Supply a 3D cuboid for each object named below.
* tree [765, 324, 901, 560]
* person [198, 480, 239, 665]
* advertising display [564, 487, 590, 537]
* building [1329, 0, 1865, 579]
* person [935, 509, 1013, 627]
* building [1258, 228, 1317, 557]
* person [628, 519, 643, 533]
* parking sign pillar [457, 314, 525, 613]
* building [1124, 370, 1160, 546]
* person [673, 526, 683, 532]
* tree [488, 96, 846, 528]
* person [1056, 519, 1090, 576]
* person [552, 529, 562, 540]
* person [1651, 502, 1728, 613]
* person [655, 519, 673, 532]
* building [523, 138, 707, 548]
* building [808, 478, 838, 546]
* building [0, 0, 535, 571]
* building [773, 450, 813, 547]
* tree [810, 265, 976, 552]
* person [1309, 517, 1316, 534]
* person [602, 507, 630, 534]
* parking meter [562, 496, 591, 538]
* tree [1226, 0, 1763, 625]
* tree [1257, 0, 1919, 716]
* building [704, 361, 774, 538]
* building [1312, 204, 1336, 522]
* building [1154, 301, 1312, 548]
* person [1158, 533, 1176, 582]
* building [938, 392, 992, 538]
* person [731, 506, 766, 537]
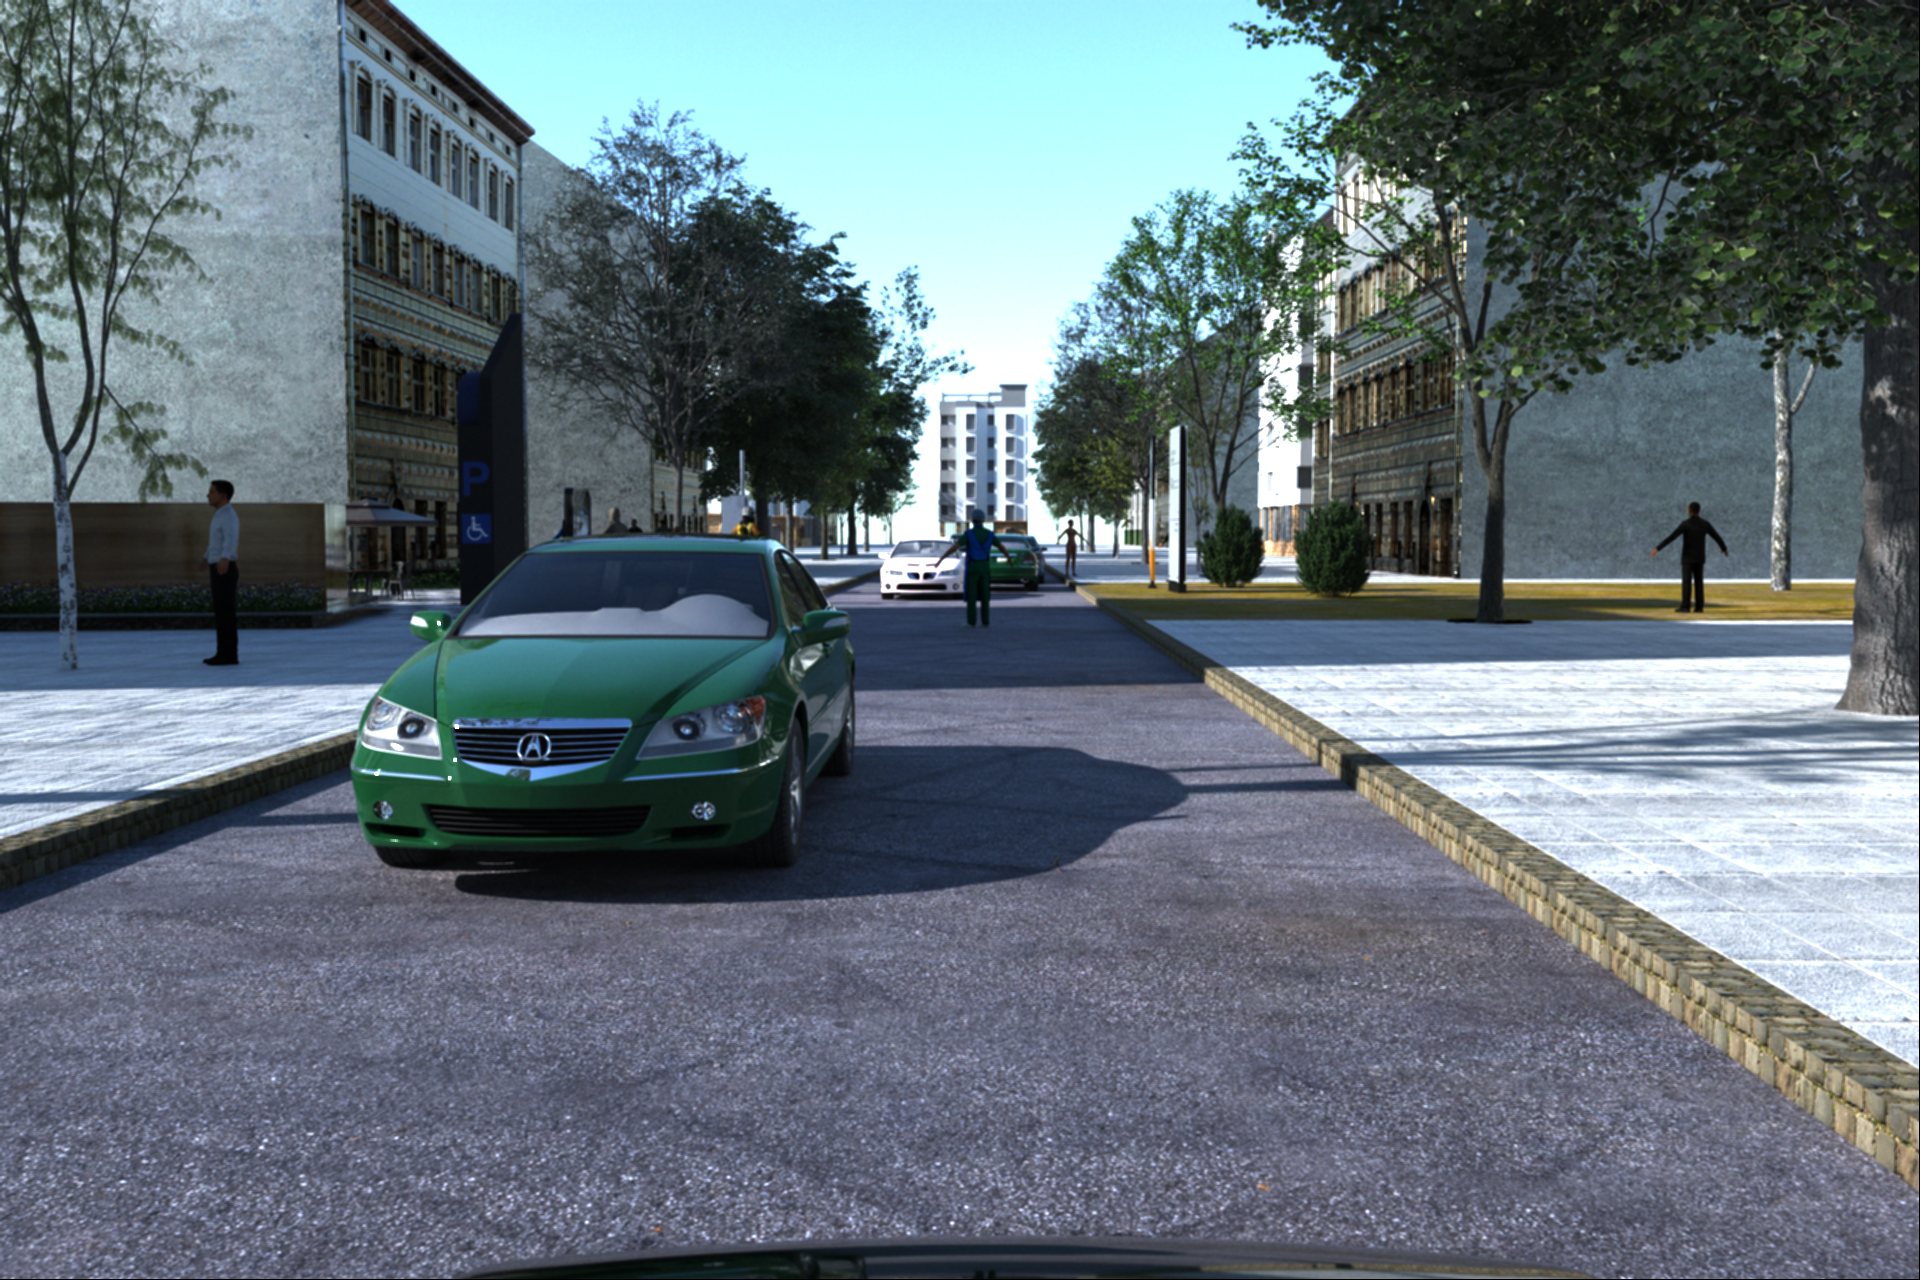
[{"bbox_3d":[-6.552,-9.732,84.876,9.928,11.665,9.643,0,3,0],"label":"tree"},{"bbox_3d":[-7.284,-0.666,17.052,0.704,1.810,1.344,-2,4,-31],"label":"person"},{"bbox_3d":[-5.376,-1.172,24.375,0.123,1.923,0.974,0,4,2],"label":"advertising display"},{"bbox_3d":[23.536,-13.865,57.621,19.493,23.208,18.063,0,4,1],"label":"building"},{"bbox_3d":[0.257,-1.107,26.689,1.347,1.817,0.704,-2,4,-27],"label":"person"},{"bbox_3d":[23.783,-15.337,107.178,16.016,20.090,11.380,0,4,1],"label":"building"},{"bbox_3d":[-11.601,-3.394,61.628,1.346,1.812,0.704,1,4,17],"label":"person"},{"bbox_3d":[-5.573,-1.967,20.630,1.447,3.967,1.447,0,4,2],"label":"parking sign pillar"},{"bbox_3d":[28.004,-20.047,194.222,16.747,18.905,31.486,0,4,1],"label":"building"},{"bbox_3d":[-5.256,-1.437,32.759,0.599,1.433,0.991,-3,5,-40],"label":"person"},{"bbox_3d":[-8.047,-8.474,48.926,12.009,13.543,11.850,0,3,0],"label":"tree"},{"bbox_3d":[3.434,-2.818,52.870,1.217,1.733,0.721,-2,4,-31],"label":"person"},{"bbox_3d":[-10.591,-2.517,47.117,1.349,1.833,0.705,-3,5,-40],"label":"person"},{"bbox_3d":[11.991,-1.354,28.366,1.346,1.802,0.704,-1,4,-8],"label":"person"},{"bbox_3d":[-10.344,-3.317,60.509,1.348,1.796,0.705,-1,4,-8],"label":"person"},{"bbox_3d":[-24.655,-16.177,95.417,19.493,23.208,18.063,0,4,0],"label":"building"},{"bbox_3d":[-24.183,-22.417,197.443,19.493,23.208,18.063,0,4,2],"label":"building"},{"bbox_3d":[-25.805,-13.781,56.255,19.493,23.208,18.063,0,4,1],"label":"building"},{"bbox_3d":[-20.939,-19.318,172.275,16.016,20.090,11.380,0,4,1],"label":"building"},{"bbox_3d":[-5.727,-16.283,122.116,12.611,20.169,13.585,0,3,0],"label":"tree"},{"bbox_3d":[11.064,-2.936,53.866,0.705,1.847,1.347,3,5,41],"label":"person"},{"bbox_3d":[-6.932,-1.748,34.702,0.705,1.813,1.348,2,4,31],"label":"person"},{"bbox_3d":[-5.864,-1.274,26.534,0.399,1.863,0.255,0,4,3],"label":"parking meter"},{"bbox_3d":[7.577,-6.040,24.513,9.928,11.665,9.643,0,3,0],"label":"tree"},{"bbox_3d":[6.692,-6.446,12.046,9.857,13.997,8.962,0,3,0],"label":"tree"},{"bbox_3d":[-22.948,-18.092,152.231,16.016,20.090,11.380,0,4,1],"label":"building"},{"bbox_3d":[26.800,-15.055,77.080,19.493,23.208,18.063,0,4,1],"label":"building"},{"bbox_3d":[28.598,-20.337,163.440,19.493,23.208,18.063,0,4,1],"label":"building"},{"bbox_3d":[5.746,-2.478,46.456,0.705,1.837,1.347,3,4,37],"label":"person"},{"bbox_3d":[-2.528,-22.254,222.725,11.380,20.090,16.016,0,4,5],"label":"building"},{"bbox_3d":[-4.296,-1.810,35.366,1.354,1.858,0.705,2,4,34],"label":"person"}]
